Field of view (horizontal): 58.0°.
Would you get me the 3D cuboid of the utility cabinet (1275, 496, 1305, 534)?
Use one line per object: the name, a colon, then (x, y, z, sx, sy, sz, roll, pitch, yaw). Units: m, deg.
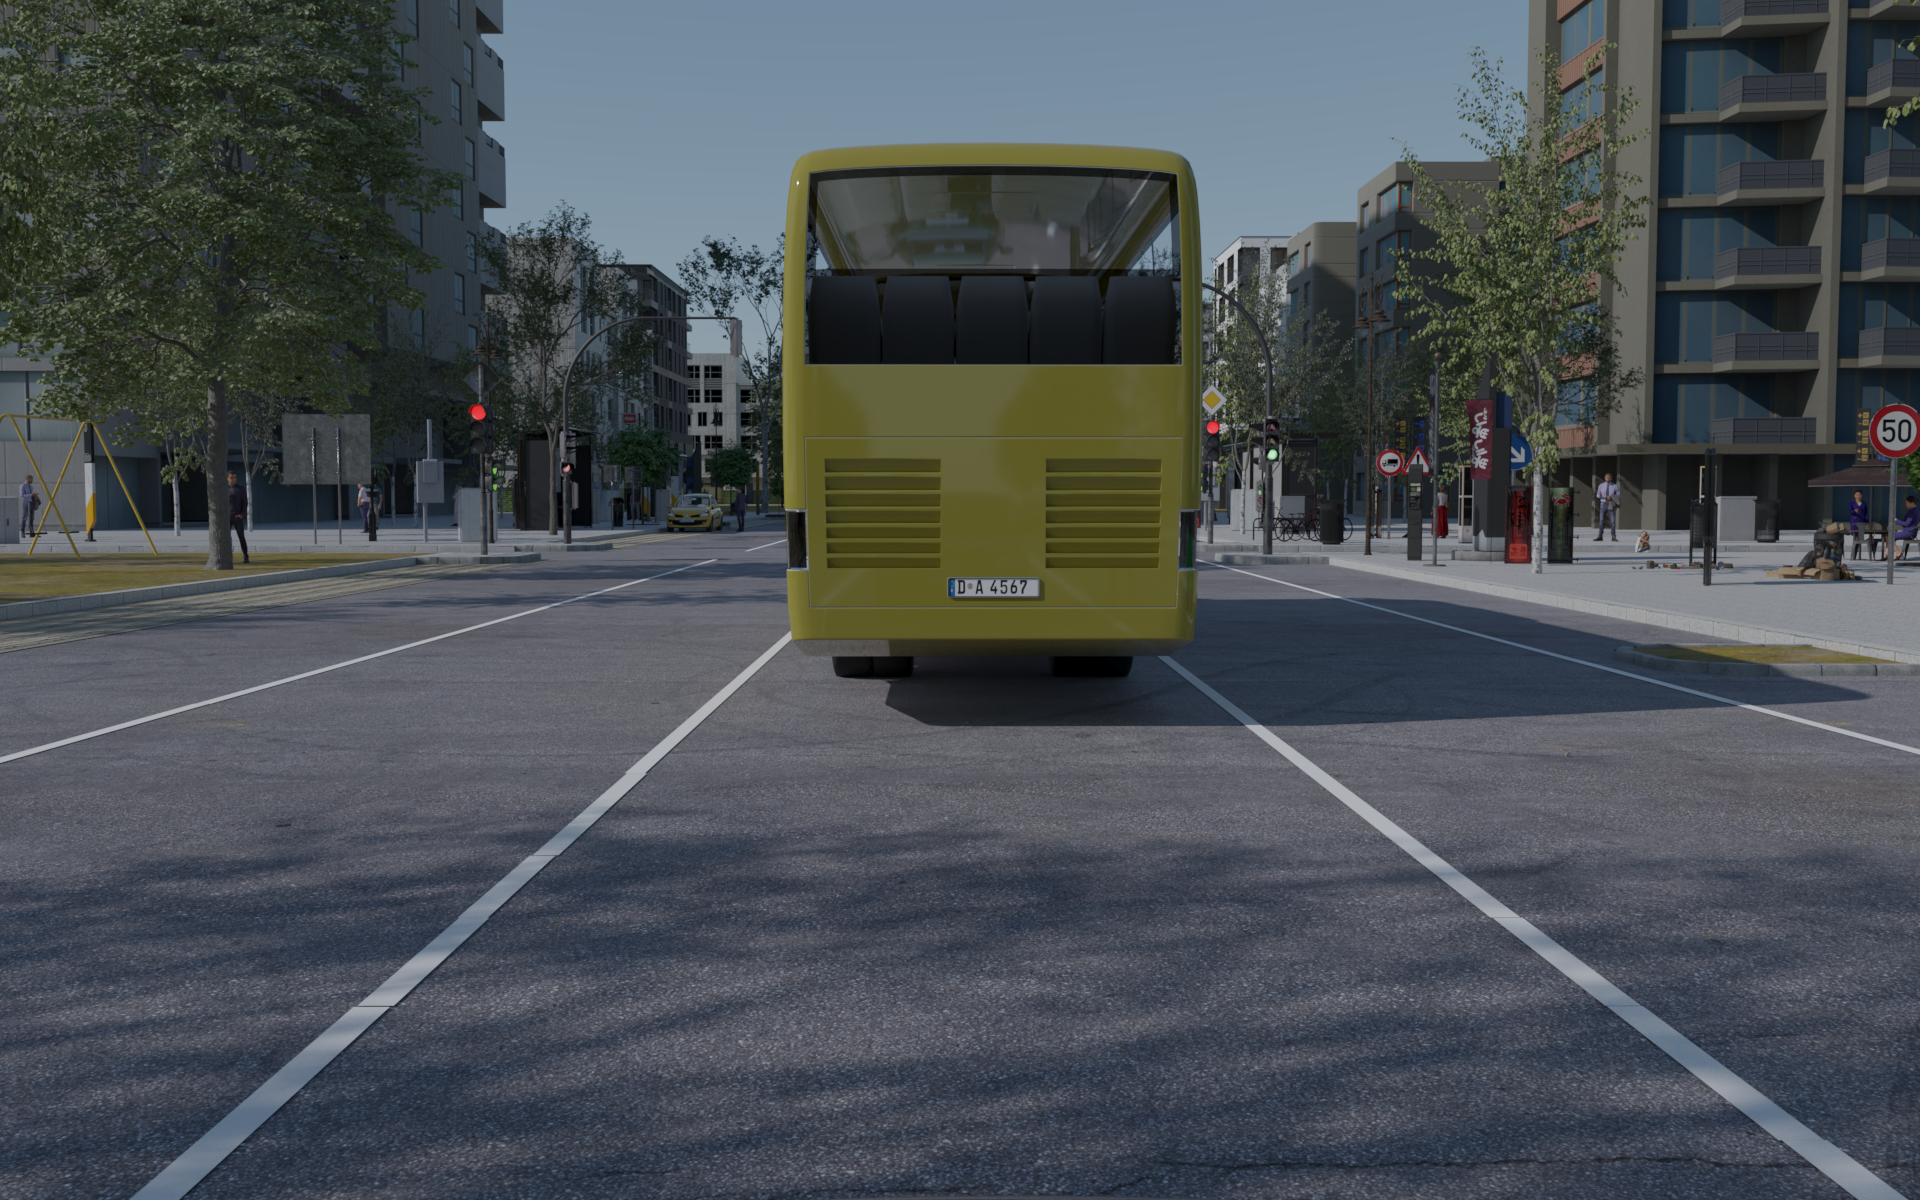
utility cabinet: (10.568, -2.715, 55.550, 1.020, 1.237, 0.306, -2, 4, -29)

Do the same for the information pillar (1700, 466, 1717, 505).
information pillar: (19.697, -2.516, 45.635, 0.304, 2.012, 0.304, -3, 5, -41)

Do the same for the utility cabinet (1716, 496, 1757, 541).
utility cabinet: (21.167, -2.208, 47.265, 1.020, 1.237, 0.306, 0, 4, -4)

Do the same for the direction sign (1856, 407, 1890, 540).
direction sign: (23.943, -3.270, 45.458, 0.379, 3.537, 0.876, -3, 4, -36)

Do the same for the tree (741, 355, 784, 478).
tree: (-13.909, -13.523, 139.230, 7.486, 12.596, 7.792, 0, 3, 0)

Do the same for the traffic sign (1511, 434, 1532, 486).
traffic sign: (11.779, -2.249, 36.875, 0.768, 2.556, 0.104, 0, 4, 5)

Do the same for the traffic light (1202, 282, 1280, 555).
traffic light: (4.390, -3.775, 36.381, 4.771, 5.953, 1.251, 0, 4, 0)

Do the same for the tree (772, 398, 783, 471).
tree: (-13.646, -15.865, 166.045, 9.857, 13.997, 8.962, 0, 3, 0)

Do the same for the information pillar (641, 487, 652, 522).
information pillar: (-14.643, -5.466, 80.716, 0.183, 3.616, 0.504, 3, 5, 40)

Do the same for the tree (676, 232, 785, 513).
tree: (-11.553, -15.878, 115.490, 12.611, 20.169, 13.585, 0, 3, 0)

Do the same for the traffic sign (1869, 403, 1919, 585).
traffic sign: (13.184, -1.490, 24.475, 0.768, 2.556, 0.104, 0, 4, 1)

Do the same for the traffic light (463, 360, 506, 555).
traffic light: (-10.019, -2.905, 36.423, 0.839, 4.253, 0.868, 0, 4, 0)

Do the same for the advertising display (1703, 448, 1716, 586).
advertising display: (10.609, -1.182, 24.543, 0.123, 1.923, 0.974, 1, 4, 22)

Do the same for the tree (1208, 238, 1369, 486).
tree: (8.932, -6.077, 49.728, 4.360, 8.622, 3.978, 0, 3, 0)

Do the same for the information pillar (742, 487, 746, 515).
information pillar: (-13.162, -6.162, 105.240, 0.304, 2.012, 0.304, 0, 4, 1)

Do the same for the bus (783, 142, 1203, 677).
bus: (0.152, -1.520, 16.404, 2.896, 3.916, 12.252, 0, 4, 0)

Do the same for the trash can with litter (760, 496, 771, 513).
trash can with litter: (-13.391, -6.555, 118.555, 0.624, 1.170, 1.055, 1, 4, 15)

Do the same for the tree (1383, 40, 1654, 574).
tree: (9.079, -4.728, 27.666, 4.737, 8.622, 4.395, 0, 3, 0)

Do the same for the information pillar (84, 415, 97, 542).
information pillar: (-23.372, -3.374, 46.515, 0.504, 3.616, 0.183, 3, 5, 43)

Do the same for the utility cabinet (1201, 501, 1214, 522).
utility cabinet: (11.301, -4.182, 79.541, 0.306, 1.237, 1.020, 3, 5, 40)

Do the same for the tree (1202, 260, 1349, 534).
tree: (9.176, -6.416, 55.266, 4.737, 8.622, 4.395, 0, 3, 0)

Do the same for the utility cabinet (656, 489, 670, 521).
utility cabinet: (-14.254, -4.546, 83.009, 0.318, 1.500, 1.173, 1, 4, 13)

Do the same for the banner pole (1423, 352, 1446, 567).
banner pole: (8.328, -2.474, 30.472, 0.401, 3.779, 0.863, 2, 4, 28)

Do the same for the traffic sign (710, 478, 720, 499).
traffic sign: (-14.742, -6.257, 104.435, 0.606, 2.300, 0.079, 0, 4, 3)

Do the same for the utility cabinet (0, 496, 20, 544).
utility cabinet: (-24.759, -2.042, 44.551, 0.306, 1.237, 1.020, 2, 4, 28)

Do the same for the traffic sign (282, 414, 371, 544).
traffic sign: (-16.126, -3.072, 44.101, 2.265, 3.308, 0.079, 0, 4, 2)

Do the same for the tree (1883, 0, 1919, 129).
tree: (9.759, -3.936, 14.718, 4.737, 8.622, 4.395, 0, 3, 0)

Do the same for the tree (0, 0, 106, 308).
tree: (-12.146, -4.309, 20.821, 4.737, 8.622, 4.395, 0, 3, 0)

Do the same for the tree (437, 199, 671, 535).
tree: (-12.476, -7.311, 53.951, 8.767, 10.594, 7.601, 2, 4, 31)

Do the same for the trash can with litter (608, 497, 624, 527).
trash can with litter: (-13.515, -3.468, 68.094, 0.624, 1.170, 1.055, -1, 4, -11)

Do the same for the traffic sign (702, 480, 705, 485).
traffic sign: (-15.803, -6.393, 104.524, 0.884, 2.594, 0.081, 0, 4, 3)

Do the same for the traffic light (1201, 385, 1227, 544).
traffic light: (6.435, -3.401, 44.520, 0.839, 4.253, 0.868, 0, 4, 0)

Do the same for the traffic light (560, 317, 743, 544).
traffic light: (-7.975, -4.268, 44.455, 4.771, 5.953, 1.251, 0, 4, 0)

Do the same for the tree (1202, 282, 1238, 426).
tree: (9.398, -10.684, 85.052, 12.009, 13.543, 11.850, 0, 3, 0)

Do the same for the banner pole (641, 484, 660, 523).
banner pole: (-13.733, -5.302, 76.702, 0.863, 3.779, 0.401, -1, 4, -12)

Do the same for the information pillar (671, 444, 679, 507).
information pillar: (-13.212, -5.440, 80.296, 0.183, 3.616, 0.504, 2, 4, 28)

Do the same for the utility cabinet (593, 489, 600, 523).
utility cabinet: (-16.145, -4.041, 74.751, 1.173, 1.500, 0.318, 1, 4, 8)

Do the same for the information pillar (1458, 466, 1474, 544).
information pillar: (13.110, -2.468, 44.850, 0.304, 2.012, 0.304, 0, 4, -1)

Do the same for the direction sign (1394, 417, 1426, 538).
direction sign: (13.197, -3.601, 50.869, 0.876, 3.537, 0.379, 0, 4, 6)

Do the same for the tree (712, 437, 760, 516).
tree: (-13.241, -7.158, 100.754, 4.285, 4.588, 4.351, 0, 3, 0)

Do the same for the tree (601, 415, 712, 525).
tree: (-13.135, -5.386, 71.777, 4.285, 4.588, 4.351, 0, 3, 0)

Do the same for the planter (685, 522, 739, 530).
planter: (-9.929, -2.954, 69.444, 1.991, 0.319, 1.994, 0, 4, 0)

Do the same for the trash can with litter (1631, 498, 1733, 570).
trash can with litter: (12.468, -1.157, 29.974, 2.233, 1.210, 1.678, -1, 4, -17)
